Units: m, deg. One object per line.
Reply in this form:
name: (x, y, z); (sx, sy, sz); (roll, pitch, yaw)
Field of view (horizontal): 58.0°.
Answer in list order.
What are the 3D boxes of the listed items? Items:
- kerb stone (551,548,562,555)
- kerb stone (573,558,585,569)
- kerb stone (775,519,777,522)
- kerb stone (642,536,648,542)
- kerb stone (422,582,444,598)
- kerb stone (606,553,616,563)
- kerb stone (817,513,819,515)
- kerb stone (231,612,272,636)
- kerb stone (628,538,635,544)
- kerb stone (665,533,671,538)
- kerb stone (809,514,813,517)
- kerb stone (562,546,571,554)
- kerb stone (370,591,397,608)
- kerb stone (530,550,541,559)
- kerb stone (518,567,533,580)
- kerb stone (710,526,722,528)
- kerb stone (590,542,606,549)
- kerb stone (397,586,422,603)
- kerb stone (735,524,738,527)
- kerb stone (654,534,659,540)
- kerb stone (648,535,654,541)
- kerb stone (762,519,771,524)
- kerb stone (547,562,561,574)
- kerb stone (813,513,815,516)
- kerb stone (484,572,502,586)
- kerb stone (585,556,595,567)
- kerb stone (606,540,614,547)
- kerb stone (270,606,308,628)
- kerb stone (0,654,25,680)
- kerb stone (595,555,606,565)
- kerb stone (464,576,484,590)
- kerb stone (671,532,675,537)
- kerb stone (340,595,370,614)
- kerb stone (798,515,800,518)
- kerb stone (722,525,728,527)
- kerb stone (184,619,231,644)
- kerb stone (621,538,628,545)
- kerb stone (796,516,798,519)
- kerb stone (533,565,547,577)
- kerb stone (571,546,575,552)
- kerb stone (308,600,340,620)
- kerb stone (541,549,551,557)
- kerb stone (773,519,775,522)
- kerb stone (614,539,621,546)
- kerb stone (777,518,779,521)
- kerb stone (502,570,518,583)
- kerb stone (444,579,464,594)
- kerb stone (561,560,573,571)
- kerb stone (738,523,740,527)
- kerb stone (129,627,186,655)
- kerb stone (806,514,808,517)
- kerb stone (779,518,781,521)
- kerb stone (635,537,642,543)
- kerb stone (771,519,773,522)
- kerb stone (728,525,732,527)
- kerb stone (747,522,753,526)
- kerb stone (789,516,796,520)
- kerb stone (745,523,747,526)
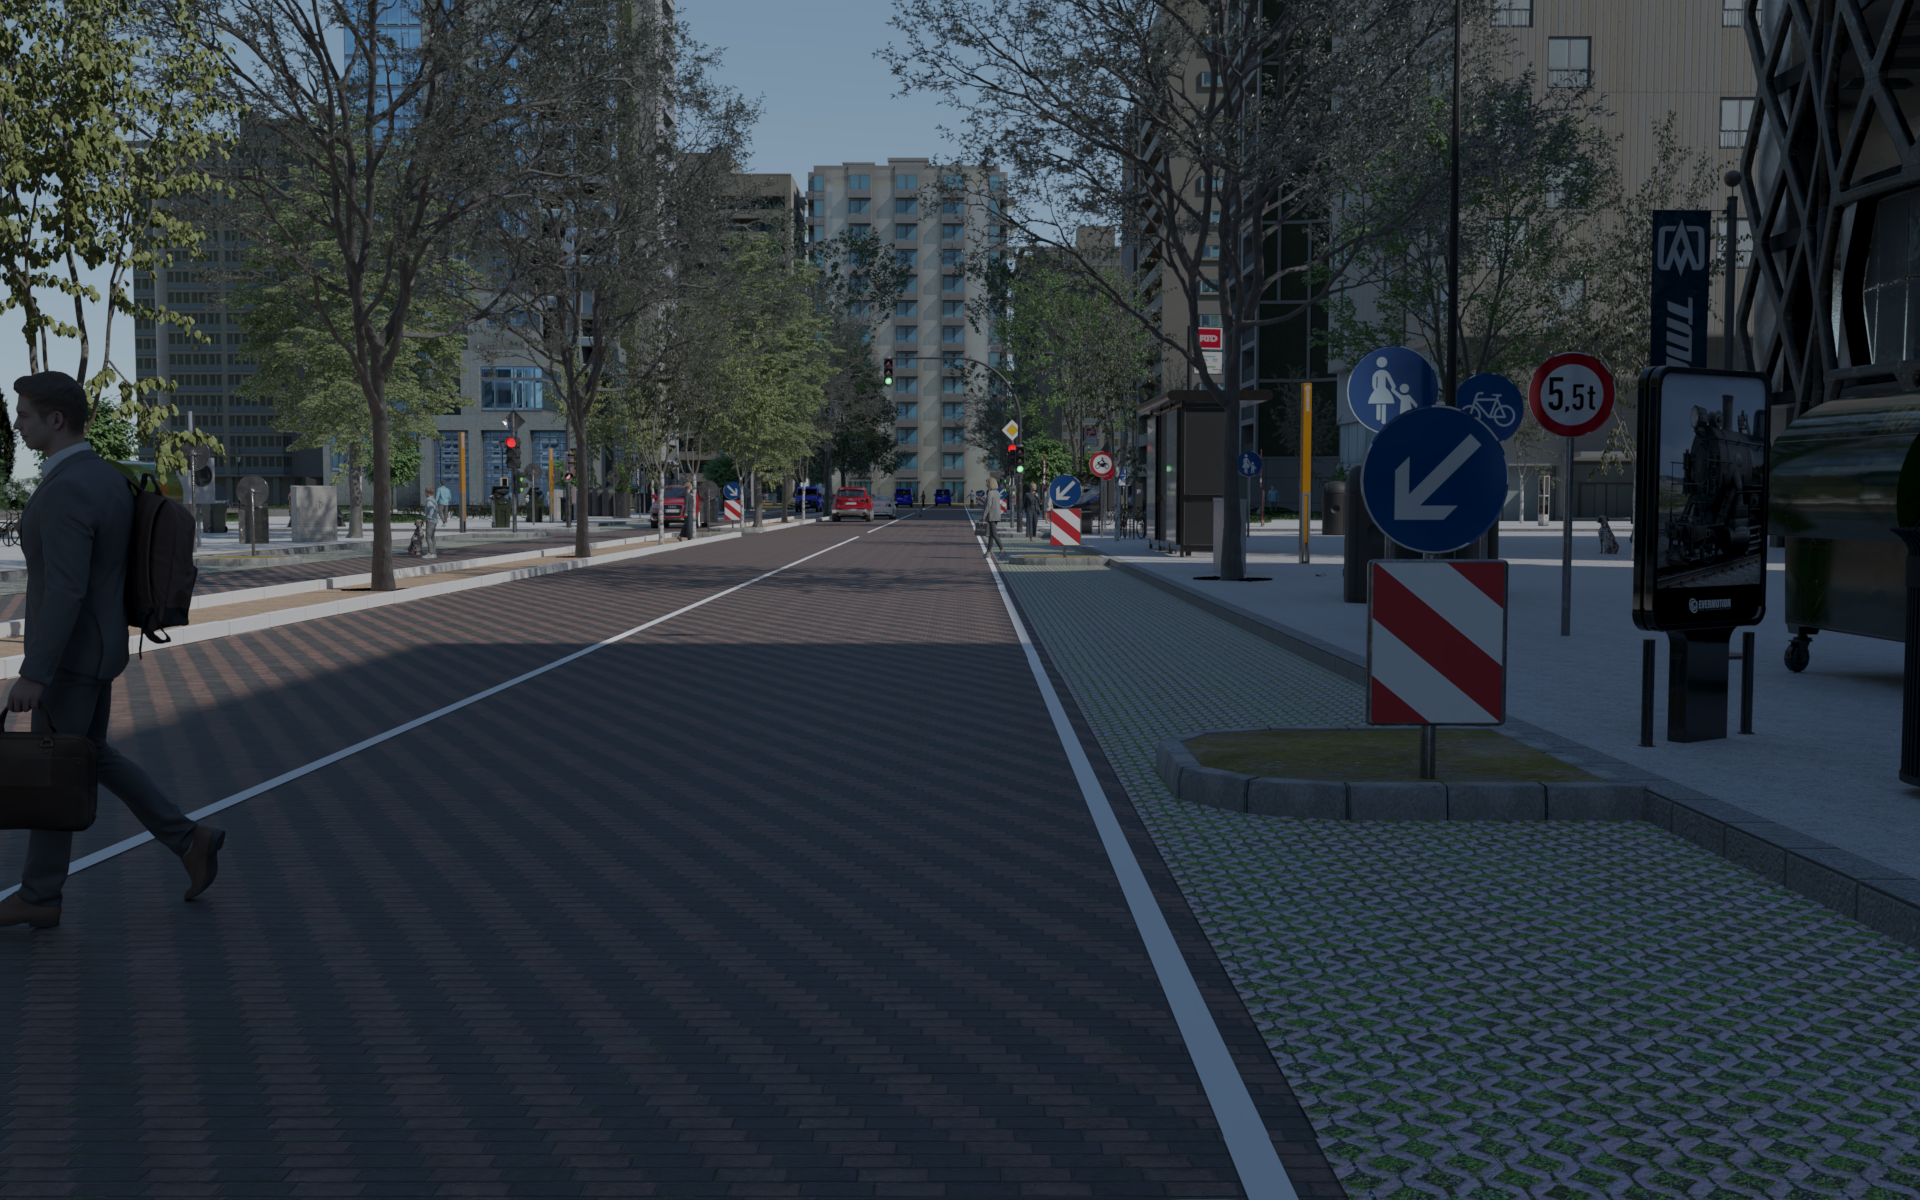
kerb stone: (-9.552, -1.120, 40.501); (0.120, 0.150, 1.000); (0, 3, 0)
kerb stone: (-7.445, -0.683, 33.374); (0.120, 0.150, 1.000); (0, 3, 0)
kerb stone: (-9.550, -4.039, 88.236); (0.120, 0.150, 1.000); (0, 3, 0)
kerb stone: (-9.544, -1.803, 51.778); (0.120, 0.150, 1.000); (0, 3, 0)
kerb stone: (-7.445, -0.119, 24.144); (0.120, 0.150, 1.000); (0, 3, 0)
kerb stone: (-7.447, -0.872, 36.447); (0.120, 0.150, 1.000); (0, 3, 0)
kerb stone: (-9.568, -5.607, 113.863); (0.120, 0.150, 1.000); (0, 3, 0)
kerb stone: (-7.438, 0.263, 18.007); (0.120, 0.150, 1.000); (0, 3, 0)
kerb stone: (-9.546, -1.684, 49.728); (0.120, 0.150, 1.000); (0, 3, 0)
kerb stone: (-9.551, -2.057, 55.879); (0.120, 0.150, 1.000); (0, 3, 0)
kerb stone: (-9.560, -5.356, 109.774); (0.120, 0.150, 1.000); (0, 3, 0)
kerb stone: (-9.549, -1.176, 41.523); (0.120, 0.150, 1.000); (0, 3, 0)
kerb stone: (-7.443, 0.006, 22.098); (0.120, 0.150, 1.000); (0, 3, 0)
kerb stone: (-9.539, -0.995, 38.457); (0.120, 0.150, 1.000); (0, 3, 0)
kerb stone: (-7.446, -0.433, 29.277); (0.120, 0.150, 1.000); (0, 3, 0)
kerb stone: (-9.543, -2.786, 67.738); (0.120, 0.150, 1.000); (0, 3, 0)
kerb stone: (-9.545, -1.433, 45.620); (0.120, 0.150, 1.000); (0, 3, 0)
kerb stone: (-7.439, -0.053, 23.120); (0.120, 0.150, 1.000); (0, 3, 0)
kerb stone: (-9.565, -3.095, 72.861); (0.120, 0.150, 1.000); (0, 3, 0)
kerb stone: (-9.550, -1.930, 53.826); (0.120, 0.150, 1.000); (0, 3, 0)
kerb stone: (-9.557, -1.872, 52.800); (0.120, 0.150, 1.000); (0, 3, 0)
kerb stone: (-9.553, -3.851, 85.161); (0.120, 0.150, 1.000); (0, 3, 0)
kerb stone: (-7.447, -0.558, 31.323); (0.120, 0.150, 1.000); (0, 3, 0)
kerb stone: (-9.559, -5.417, 110.796); (0.120, 0.150, 1.000); (0, 3, 0)
kerb stone: (-7.437, -0.308, 27.225); (0.120, 0.150, 1.000); (0, 3, 0)
kerb stone: (-7.457, -0.746, 34.396); (0.120, 0.150, 1.000); (0, 3, 0)
kerb stone: (-9.551, -1.491, 46.646); (0.120, 0.150, 1.000); (0, 3, 0)
kerb stone: (-7.442, 0.194, 19.031); (0.120, 0.150, 1.000); (0, 3, 0)
kerb stone: (-7.437, 0.507, 13.905); (0.120, 0.150, 1.000); (0, 3, 0)
kerb stone: (-7.450, -0.809, 35.418); (0.120, 0.150, 1.000); (0, 3, 0)
kerb stone: (-7.443, -0.238, 26.191); (0.120, 0.150, 1.000); (0, 3, 0)
kerb stone: (-9.549, -2.123, 56.901); (0.120, 0.150, 1.000); (0, 3, 0)
kerb stone: (-7.442, 0.068, 21.076); (0.120, 0.150, 1.000); (0, 3, 0)
kerb stone: (-9.556, -4.792, 100.548); (0.120, 0.150, 1.000); (0, 3, 0)
kerb stone: (-9.559, -2.904, 69.788); (0.120, 0.150, 1.000); (0, 3, 0)
kerb stone: (-7.446, 0.319, 16.984); (0.120, 0.150, 1.000); (0, 3, 0)
kerb stone: (-9.552, -1.621, 48.698); (0.120, 0.150, 1.000); (0, 3, 0)
kerb stone: (-9.553, -4.729, 99.526); (0.120, 0.150, 1.000); (0, 3, 0)
kerb stone: (-7.444, -0.492, 30.301); (0.120, 0.150, 1.000); (0, 3, 0)
kerb stone: (-9.552, -1.245, 42.545); (0.120, 0.150, 1.000); (0, 3, 0)
kerb stone: (-7.445, 0.135, 20.054); (0.120, 0.150, 1.000); (0, 3, 0)
kerb stone: (-9.550, -1.057, 39.479); (0.120, 0.150, 1.000); (0, 3, 0)
kerb stone: (-9.555, -3.976, 87.209); (0.120, 0.150, 1.000); (0, 3, 0)
kerb stone: (-9.552, -1.558, 47.667); (0.120, 0.150, 1.000); (0, 3, 0)
kerb stone: (-9.554, -4.098, 89.260); (0.120, 0.150, 1.000); (0, 3, 0)
kerb stone: (-7.443, -0.370, 28.247); (0.120, 0.150, 1.000); (0, 3, 0)
kerb stone: (-7.444, -0.179, 25.166); (0.120, 0.150, 1.000); (0, 3, 0)
kerb stone: (-7.441, -0.621, 32.352); (0.120, 0.150, 1.000); (0, 3, 0)
kerb stone: (-9.549, -3.159, 73.890); (0.120, 0.150, 1.000); (0, 3, 0)
kerb stone: (-7.442, 0.387, 15.960); (0.120, 0.150, 1.000); (0, 3, 0)
kerb stone: (-9.562, -5.105, 105.671); (0.120, 0.150, 1.000); (0, 3, 0)
kerb stone: (-9.557, -4.165, 90.297); (0.120, 0.150, 1.000); (0, 3, 0)
kerb stone: (-9.546, -1.746, 50.750); (0.120, 0.150, 1.000); (0, 3, 0)
kerb stone: (-9.555, -3.914, 86.186); (0.120, 0.150, 1.000); (0, 3, 0)
kerb stone: (-9.552, -2.973, 70.810); (0.120, 0.150, 1.000); (0, 3, 0)
kerb stone: (-9.555, -3.412, 77.987); (0.120, 0.150, 1.000); (0, 3, 0)
kerb stone: (-9.562, -4.667, 98.502); (0.120, 0.150, 1.000); (0, 3, 0)
kerb stone: (-9.554, -3.287, 75.939); (0.120, 0.150, 1.000); (0, 3, 0)
